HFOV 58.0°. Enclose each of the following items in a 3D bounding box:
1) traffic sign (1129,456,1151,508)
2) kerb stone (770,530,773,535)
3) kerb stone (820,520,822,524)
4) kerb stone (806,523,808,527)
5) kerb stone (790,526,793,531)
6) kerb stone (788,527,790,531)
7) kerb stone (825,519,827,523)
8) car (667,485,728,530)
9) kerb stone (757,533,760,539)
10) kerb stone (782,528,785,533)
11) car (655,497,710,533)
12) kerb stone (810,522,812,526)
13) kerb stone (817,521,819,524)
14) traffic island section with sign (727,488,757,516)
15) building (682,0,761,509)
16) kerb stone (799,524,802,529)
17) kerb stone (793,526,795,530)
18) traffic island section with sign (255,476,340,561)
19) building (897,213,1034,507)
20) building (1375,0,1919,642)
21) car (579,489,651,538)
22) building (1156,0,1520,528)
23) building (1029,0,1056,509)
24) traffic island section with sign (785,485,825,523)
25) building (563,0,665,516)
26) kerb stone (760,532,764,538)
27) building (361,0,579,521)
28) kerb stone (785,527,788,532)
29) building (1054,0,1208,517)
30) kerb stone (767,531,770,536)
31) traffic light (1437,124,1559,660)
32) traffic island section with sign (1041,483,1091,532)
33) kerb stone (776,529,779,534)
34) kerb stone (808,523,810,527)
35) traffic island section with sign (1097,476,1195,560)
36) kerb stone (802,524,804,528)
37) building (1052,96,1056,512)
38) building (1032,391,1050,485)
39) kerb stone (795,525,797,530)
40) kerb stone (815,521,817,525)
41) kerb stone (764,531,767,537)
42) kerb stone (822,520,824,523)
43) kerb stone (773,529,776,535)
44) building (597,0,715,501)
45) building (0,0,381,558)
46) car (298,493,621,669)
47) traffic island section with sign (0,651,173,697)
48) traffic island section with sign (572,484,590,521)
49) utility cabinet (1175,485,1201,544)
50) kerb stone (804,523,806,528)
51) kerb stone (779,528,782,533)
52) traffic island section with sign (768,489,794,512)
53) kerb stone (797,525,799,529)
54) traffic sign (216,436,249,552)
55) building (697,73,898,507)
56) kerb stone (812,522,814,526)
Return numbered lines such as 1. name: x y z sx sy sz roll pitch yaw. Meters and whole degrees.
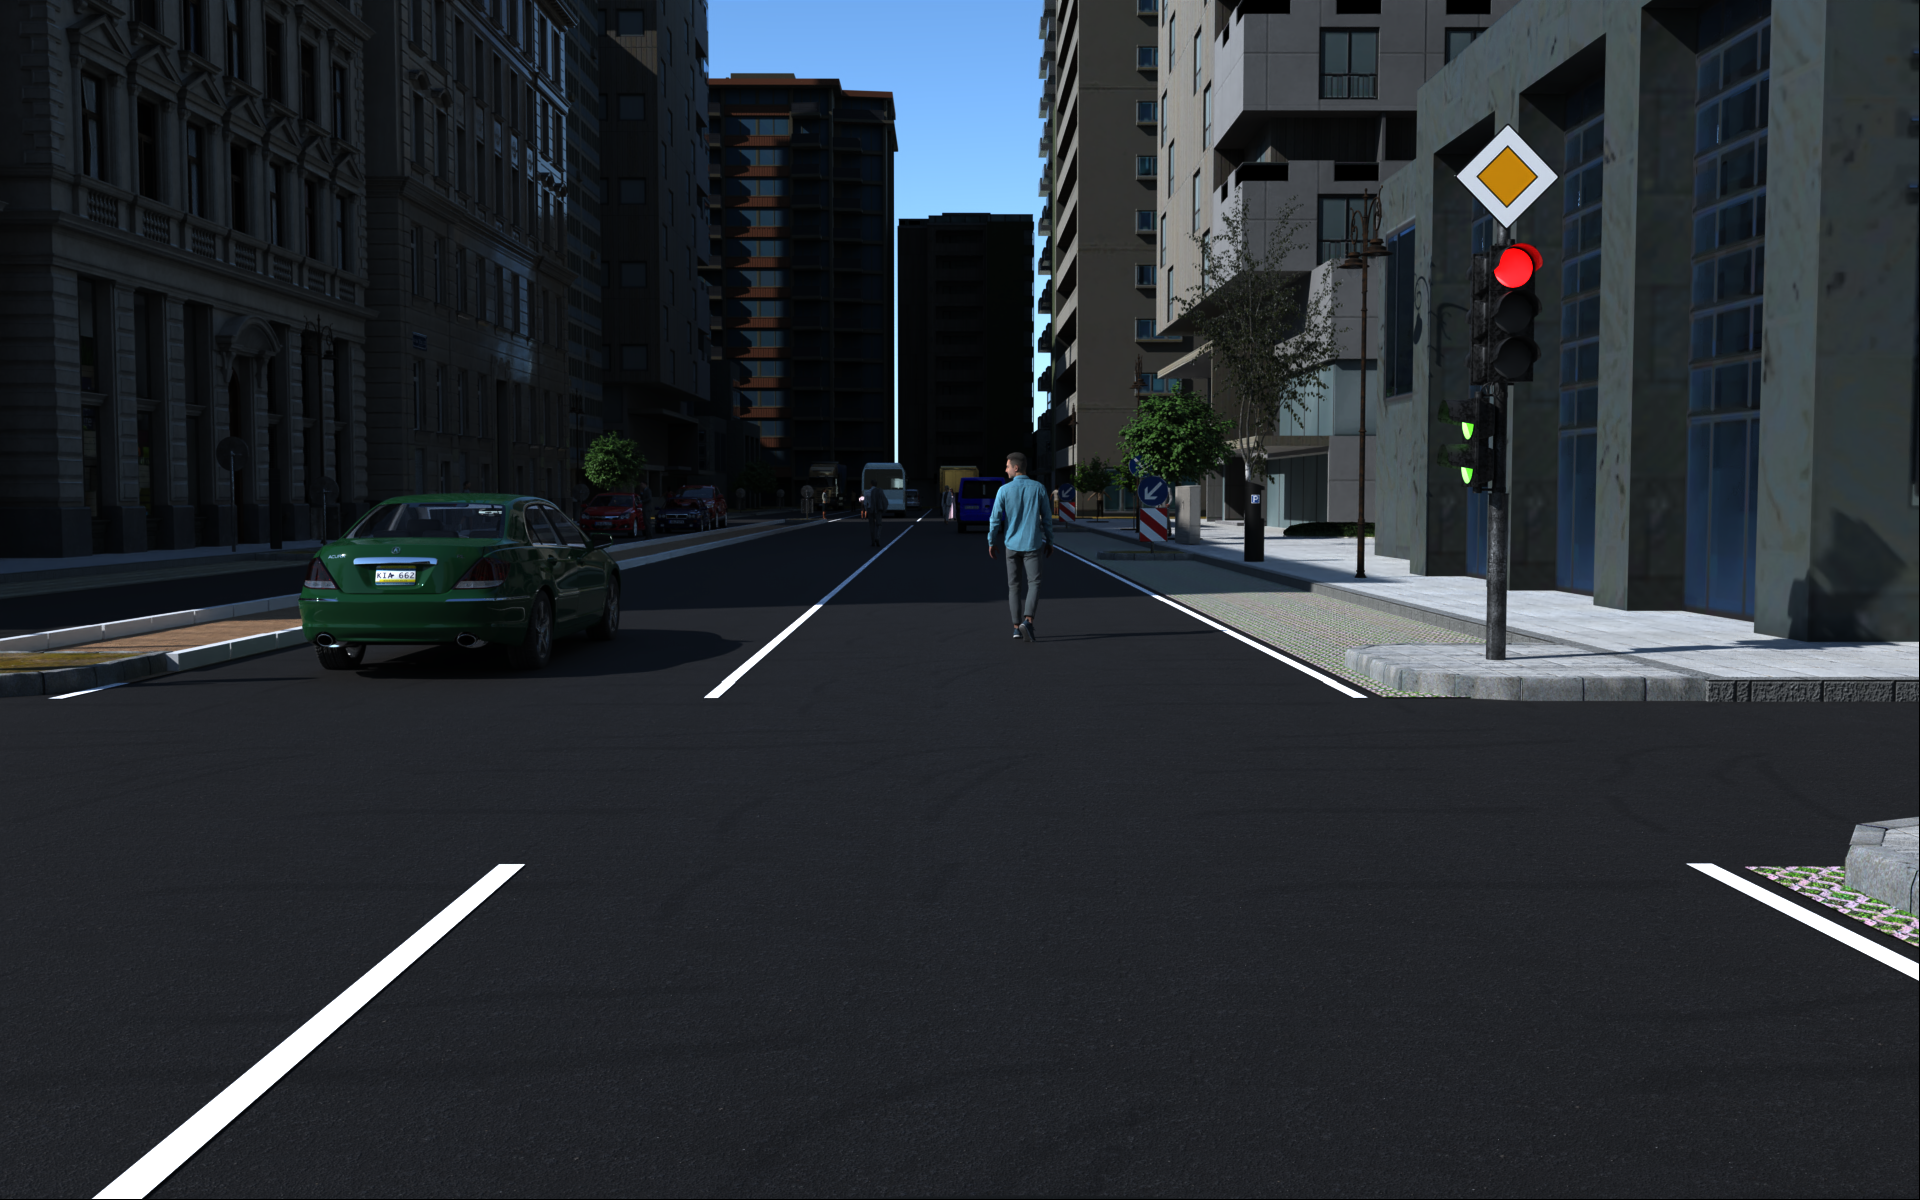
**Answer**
1. traffic sign: 5.617 -3.284 53.792 0.768 2.556 0.104 0 3 0
2. kerb stone: -6.627 -2.284 59.559 0.120 0.150 1.000 0 4 0
3. kerb stone: -6.754 -3.665 82.117 0.120 0.150 1.000 0 4 0
4. kerb stone: -6.703 -3.164 73.923 0.120 0.150 1.000 0 4 0
5. kerb stone: -6.656 -2.721 66.738 0.120 0.150 1.000 0 4 0
6. kerb stone: -6.652 -2.660 65.701 0.120 0.150 1.000 0 4 0
7. kerb stone: -6.772 -3.849 85.207 0.120 0.150 1.000 0 4 0
8. car: -10.826 -3.842 71.492 2.281 1.827 5.304 0 4 -1
9. kerb stone: -6.587 -2.035 55.463 0.120 0.150 1.000 0 4 0
10. kerb stone: -6.646 -2.536 63.652 0.120 0.150 1.000 0 4 0
11. car: -10.318 -3.176 64.503 1.945 1.354 3.894 0 4 -2
12. kerb stone: -6.718 -3.289 75.974 0.120 0.150 1.000 0 4 0
13. kerb stone: -6.742 -3.540 80.073 0.120 0.150 1.000 0 4 0
14. traffic island section with sign: -14.565 -6.513 115.120 1.989 1.847 2.006 0 4 0
15. building: -34.372 -51.252 150.649 31.000 86.520 22.319 0 4 0
16. kerb stone: -6.685 -2.972 70.840 0.120 0.150 1.000 0 4 0
17. kerb stone: -6.670 -2.787 67.760 0.120 0.150 1.000 0 4 0
18. traffic island section with sign: -14.081 -1.793 37.937 1.989 1.847 2.006 0 4 0
19. building: 0.500 -25.015 180.688 14.107 30.474 14.160 0 4 0
20. building: 22.780 -43.483 23.613 31.000 86.520 22.319 0 4 0
21. car: -11.501 -2.986 57.868 2.155 1.783 4.494 0 4 -1
22. building: 22.624 -29.215 66.901 28.713 52.752 27.495 0 4 0
23. building: 18.174 -32.308 147.846 23.786 49.044 30.456 0 4 0
24. traffic island section with sign: -7.835 -4.895 88.167 2.006 1.907 1.989 0 4 0
25. building: -34.320 -24.981 100.324 32.217 40.220 23.993 0 4 0
26. kerb stone: -6.601 -2.097 56.488 0.120 0.150 1.000 0 4 0
27. building: -23.198 -16.428 65.867 12.463 27.353 25.104 0 4 0
28. kerb stone: -6.634 -2.598 64.675 0.120 0.150 1.000 0 4 0
29. building: 17.195 -29.564 107.065 21.300 48.544 21.600 0 4 0
30. kerb stone: -6.613 -2.221 58.534 0.120 0.150 1.000 0 4 0
31. traffic light: 4.138 -1.493 13.325 0.839 4.253 0.868 0 4 0
32. traffic island section with sign: 3.871 -3.465 65.288 1.989 1.847 2.006 0 4 0
33. kerb stone: -6.634 -2.409 61.605 0.120 0.150 1.000 0 4 0
34. kerb stone: -6.706 -3.227 74.949 0.120 0.150 1.000 0 4 0
35. traffic island section with sign: 4.043 -1.799 38.037 1.989 1.847 2.006 0 4 0
36. kerb stone: -6.682 -3.038 71.863 0.120 0.150 1.000 0 4 0
37. building: 13.613 -21.679 126.145 14.160 30.474 14.107 0 4 0
38. building: 23.165 -53.155 181.748 31.000 86.520 22.319 0 4 0
39. kerb stone: -6.681 -2.847 68.783 0.120 0.150 1.000 0 4 0
40. kerb stone: -6.732 -3.477 79.051 0.120 0.150 1.000 0 4 0
41. kerb stone: -6.610 -2.160 57.512 0.120 0.150 1.000 0 4 0
42. kerb stone: -6.757 -3.727 83.139 0.120 0.150 1.000 0 4 0
43. kerb stone: -6.622 -2.343 60.582 0.120 0.150 1.000 0 4 0
44. building: -33.165 -32.808 125.644 28.713 52.752 27.495 0 4 0
45. building: -22.838 -13.110 43.221 11.050 23.489 19.941 0 4 0
46. car: -4.310 -0.232 15.592 2.131 1.459 4.920 0 4 0
47. traffic island section with sign: -7.369 -0.299 13.030 2.006 1.907 1.989 0 4 0
48. traffic island section with sign: -14.256 -3.441 64.892 1.989 1.847 2.006 0 4 0
49. utility cabinet: 5.802 -2.175 44.234 0.318 1.500 1.173 -1 4 -11
50. kerb stone: -6.692 -3.097 72.888 0.120 0.150 1.000 0 4 0
51. kerb stone: -6.637 -2.471 62.630 0.120 0.150 1.000 0 4 0
52. traffic island section with sign: -14.726 -8.185 142.449 1.989 1.847 2.006 0 4 0
53. kerb stone: -6.683 -2.912 69.805 0.120 0.150 1.000 0 4 0
54. traffic sign: -16.099 -2.337 38.322 0.768 2.556 0.104 0 4 6
55. building: -21.154 -32.336 183.319 28.867 44.769 22.147 0 4 0
56. kerb stone: -6.724 -3.352 76.996 0.120 0.150 1.000 0 4 0
